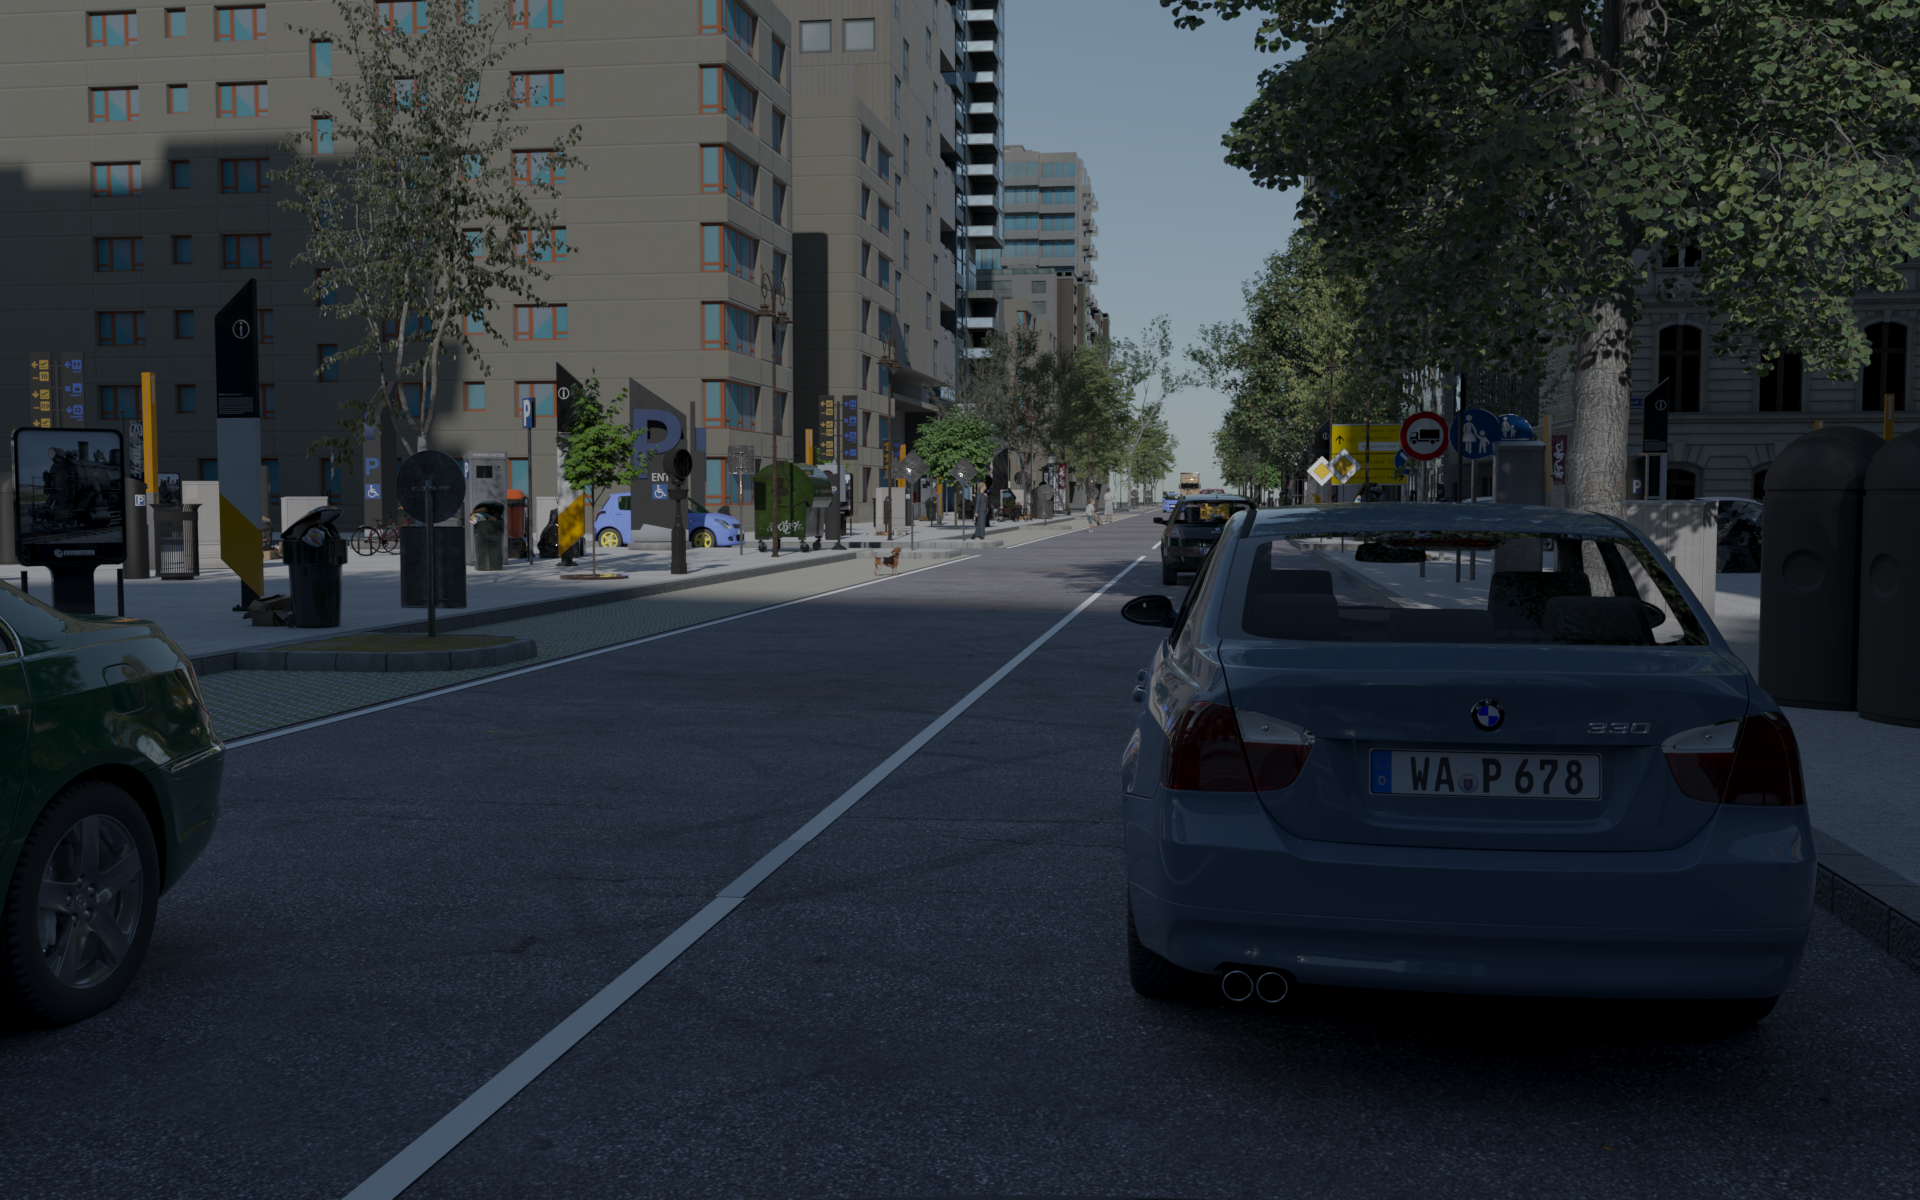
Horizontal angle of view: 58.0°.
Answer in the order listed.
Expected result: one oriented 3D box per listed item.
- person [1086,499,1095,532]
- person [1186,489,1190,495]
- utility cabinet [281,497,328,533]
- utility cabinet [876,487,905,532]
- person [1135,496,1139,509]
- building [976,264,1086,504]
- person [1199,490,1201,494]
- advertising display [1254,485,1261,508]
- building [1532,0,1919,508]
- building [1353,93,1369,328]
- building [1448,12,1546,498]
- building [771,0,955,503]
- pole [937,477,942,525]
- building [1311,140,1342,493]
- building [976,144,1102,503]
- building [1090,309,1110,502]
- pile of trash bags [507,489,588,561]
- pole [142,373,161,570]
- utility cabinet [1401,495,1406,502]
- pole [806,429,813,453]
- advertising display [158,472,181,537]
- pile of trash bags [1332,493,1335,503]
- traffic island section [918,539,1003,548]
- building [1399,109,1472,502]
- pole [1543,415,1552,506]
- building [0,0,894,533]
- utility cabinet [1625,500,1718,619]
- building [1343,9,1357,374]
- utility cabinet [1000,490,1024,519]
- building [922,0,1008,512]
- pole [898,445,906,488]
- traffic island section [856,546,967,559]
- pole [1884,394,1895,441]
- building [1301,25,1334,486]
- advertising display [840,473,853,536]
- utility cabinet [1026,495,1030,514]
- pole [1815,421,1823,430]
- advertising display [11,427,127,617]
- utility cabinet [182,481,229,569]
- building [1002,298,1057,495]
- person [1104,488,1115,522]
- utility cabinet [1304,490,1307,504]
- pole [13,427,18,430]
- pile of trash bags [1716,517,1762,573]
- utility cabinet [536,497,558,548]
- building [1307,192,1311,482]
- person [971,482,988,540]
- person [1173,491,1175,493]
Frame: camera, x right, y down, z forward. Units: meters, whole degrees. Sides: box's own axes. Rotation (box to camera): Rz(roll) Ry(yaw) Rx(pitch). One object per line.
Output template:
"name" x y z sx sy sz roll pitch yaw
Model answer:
"person" 4.895 -3.167 64.963 0.352 1.250 0.332 0 4 -5
"person" 14.609 -6.266 111.291 0.374 1.781 0.599 0 4 -6
"utility cabinet" -15.475 -1.820 40.913 0.306 1.237 1.020 3 5 42
"utility cabinet" -2.328 -3.009 57.872 0.318 1.500 1.173 3 4 38
"person" 15.204 -8.390 148.915 0.421 1.427 0.697 0 4 1
"building" 8.614 -27.550 222.140 14.160 30.474 14.107 1 4 8
"person" 24.814 -10.407 178.738 1.350 1.814 0.705 -1 4 -12
"advertising display" 20.421 -6.955 118.927 0.123 1.923 0.974 -1 4 -10
"building" 37.596 -14.488 55.970 34.723 24.649 14.460 1 4 8
"building" 41.031 -28.502 149.606 14.154 41.232 14.086 1 4 8
"building" 31.690 -17.562 80.646 14.314 27.812 24.014 1 4 8
"building" -15.183 -31.824 109.557 28.713 52.752 27.495 1 4 8
"pole" -0.849 -4.725 71.091 0.158 3.312 0.155 0 3 0
"building" 51.185 -34.665 216.880 14.600 45.320 14.200 1 4 8
"building" 7.829 -38.200 244.177 23.786 49.044 30.456 1 4 8
"building" 15.590 -30.281 266.797 14.160 30.474 14.107 1 4 8
"pile of trash bags" -8.559 -1.519 34.590 1.912 1.369 3.447 0 4 -2
"pole" -13.630 -2.162 29.189 0.158 3.312 0.155 0 3 0
"utility cabinet" 21.085 -4.342 82.159 0.306 1.237 1.020 -2 4 -27
"pole" -4.743 -3.712 54.533 0.158 3.312 0.155 0 3 0
"advertising display" -23.584 -2.822 51.361 0.123 1.923 0.974 2 4 33
"pile of trash bags" 26.005 -6.387 114.171 3.447 1.369 1.912 -1 4 -12
"traffic island section" 0.078 -1.523 47.187 2.009 0.180 2.903 1 4 8
"building" 33.769 -18.844 105.356 12.463 27.353 25.104 1 4 8
"pole" 15.156 -3.115 44.767 0.158 3.312 0.155 0 3 0
"building" -18.980 -13.864 71.718 27.650 21.520 28.899 1 4 8
"utility cabinet" 7.303 -0.419 18.016 0.306 1.237 1.020 -3 5 -40
"building" 48.231 -38.375 169.435 21.231 58.520 28.212 1 4 8
"utility cabinet" 2.660 -4.885 88.540 1.173 1.500 0.318 0 4 1
"building" -7.072 -50.476 137.948 22.319 86.520 31.000 1 4 8
"pole" -2.344 -4.745 71.419 0.158 3.312 0.155 0 3 0
"traffic island section" -1.104 -1.040 39.290 2.009 0.180 2.903 1 4 8
"pole" 18.947 -2.541 35.394 0.158 3.312 0.155 0 3 0
"building" 60.803 -50.488 263.728 20.563 71.187 20.611 1 4 8
"advertising display" -3.658 -2.937 53.241 0.974 1.923 0.123 3 5 41
"utility cabinet" 4.061 -5.137 95.153 1.020 1.237 0.306 -2 4 -25
"pole" 23.870 -3.326 48.226 0.158 3.312 0.155 0 3 0
"advertising display" -8.649 -0.712 16.850 0.974 1.923 0.123 -3 4 -39
"utility cabinet" -12.621 -1.281 29.622 1.173 1.500 0.318 -2 4 -35
"building" -5.621 -19.872 169.941 27.650 21.520 28.899 1 4 8
"person" 7.591 -4.819 87.853 0.480 1.755 0.524 1 4 22
"utility cabinet" 19.750 -5.427 97.408 0.318 1.500 1.173 3 4 37
"pole" -28.684 -3.601 52.720 0.158 3.312 0.155 0 3 0
"pile of trash bags" 13.844 -1.149 28.544 3.447 1.369 1.912 1 4 15
"utility cabinet" -9.478 -1.818 40.880 1.020 1.237 0.306 -1 4 -15
"building" 59.268 -37.853 238.497 23.786 49.044 30.456 1 4 8
"person" 0.584 -2.566 50.878 0.534 1.772 0.576 0 4 -7
"person" 22.376 -10.513 181.096 1.217 1.735 0.721 0 4 -8
